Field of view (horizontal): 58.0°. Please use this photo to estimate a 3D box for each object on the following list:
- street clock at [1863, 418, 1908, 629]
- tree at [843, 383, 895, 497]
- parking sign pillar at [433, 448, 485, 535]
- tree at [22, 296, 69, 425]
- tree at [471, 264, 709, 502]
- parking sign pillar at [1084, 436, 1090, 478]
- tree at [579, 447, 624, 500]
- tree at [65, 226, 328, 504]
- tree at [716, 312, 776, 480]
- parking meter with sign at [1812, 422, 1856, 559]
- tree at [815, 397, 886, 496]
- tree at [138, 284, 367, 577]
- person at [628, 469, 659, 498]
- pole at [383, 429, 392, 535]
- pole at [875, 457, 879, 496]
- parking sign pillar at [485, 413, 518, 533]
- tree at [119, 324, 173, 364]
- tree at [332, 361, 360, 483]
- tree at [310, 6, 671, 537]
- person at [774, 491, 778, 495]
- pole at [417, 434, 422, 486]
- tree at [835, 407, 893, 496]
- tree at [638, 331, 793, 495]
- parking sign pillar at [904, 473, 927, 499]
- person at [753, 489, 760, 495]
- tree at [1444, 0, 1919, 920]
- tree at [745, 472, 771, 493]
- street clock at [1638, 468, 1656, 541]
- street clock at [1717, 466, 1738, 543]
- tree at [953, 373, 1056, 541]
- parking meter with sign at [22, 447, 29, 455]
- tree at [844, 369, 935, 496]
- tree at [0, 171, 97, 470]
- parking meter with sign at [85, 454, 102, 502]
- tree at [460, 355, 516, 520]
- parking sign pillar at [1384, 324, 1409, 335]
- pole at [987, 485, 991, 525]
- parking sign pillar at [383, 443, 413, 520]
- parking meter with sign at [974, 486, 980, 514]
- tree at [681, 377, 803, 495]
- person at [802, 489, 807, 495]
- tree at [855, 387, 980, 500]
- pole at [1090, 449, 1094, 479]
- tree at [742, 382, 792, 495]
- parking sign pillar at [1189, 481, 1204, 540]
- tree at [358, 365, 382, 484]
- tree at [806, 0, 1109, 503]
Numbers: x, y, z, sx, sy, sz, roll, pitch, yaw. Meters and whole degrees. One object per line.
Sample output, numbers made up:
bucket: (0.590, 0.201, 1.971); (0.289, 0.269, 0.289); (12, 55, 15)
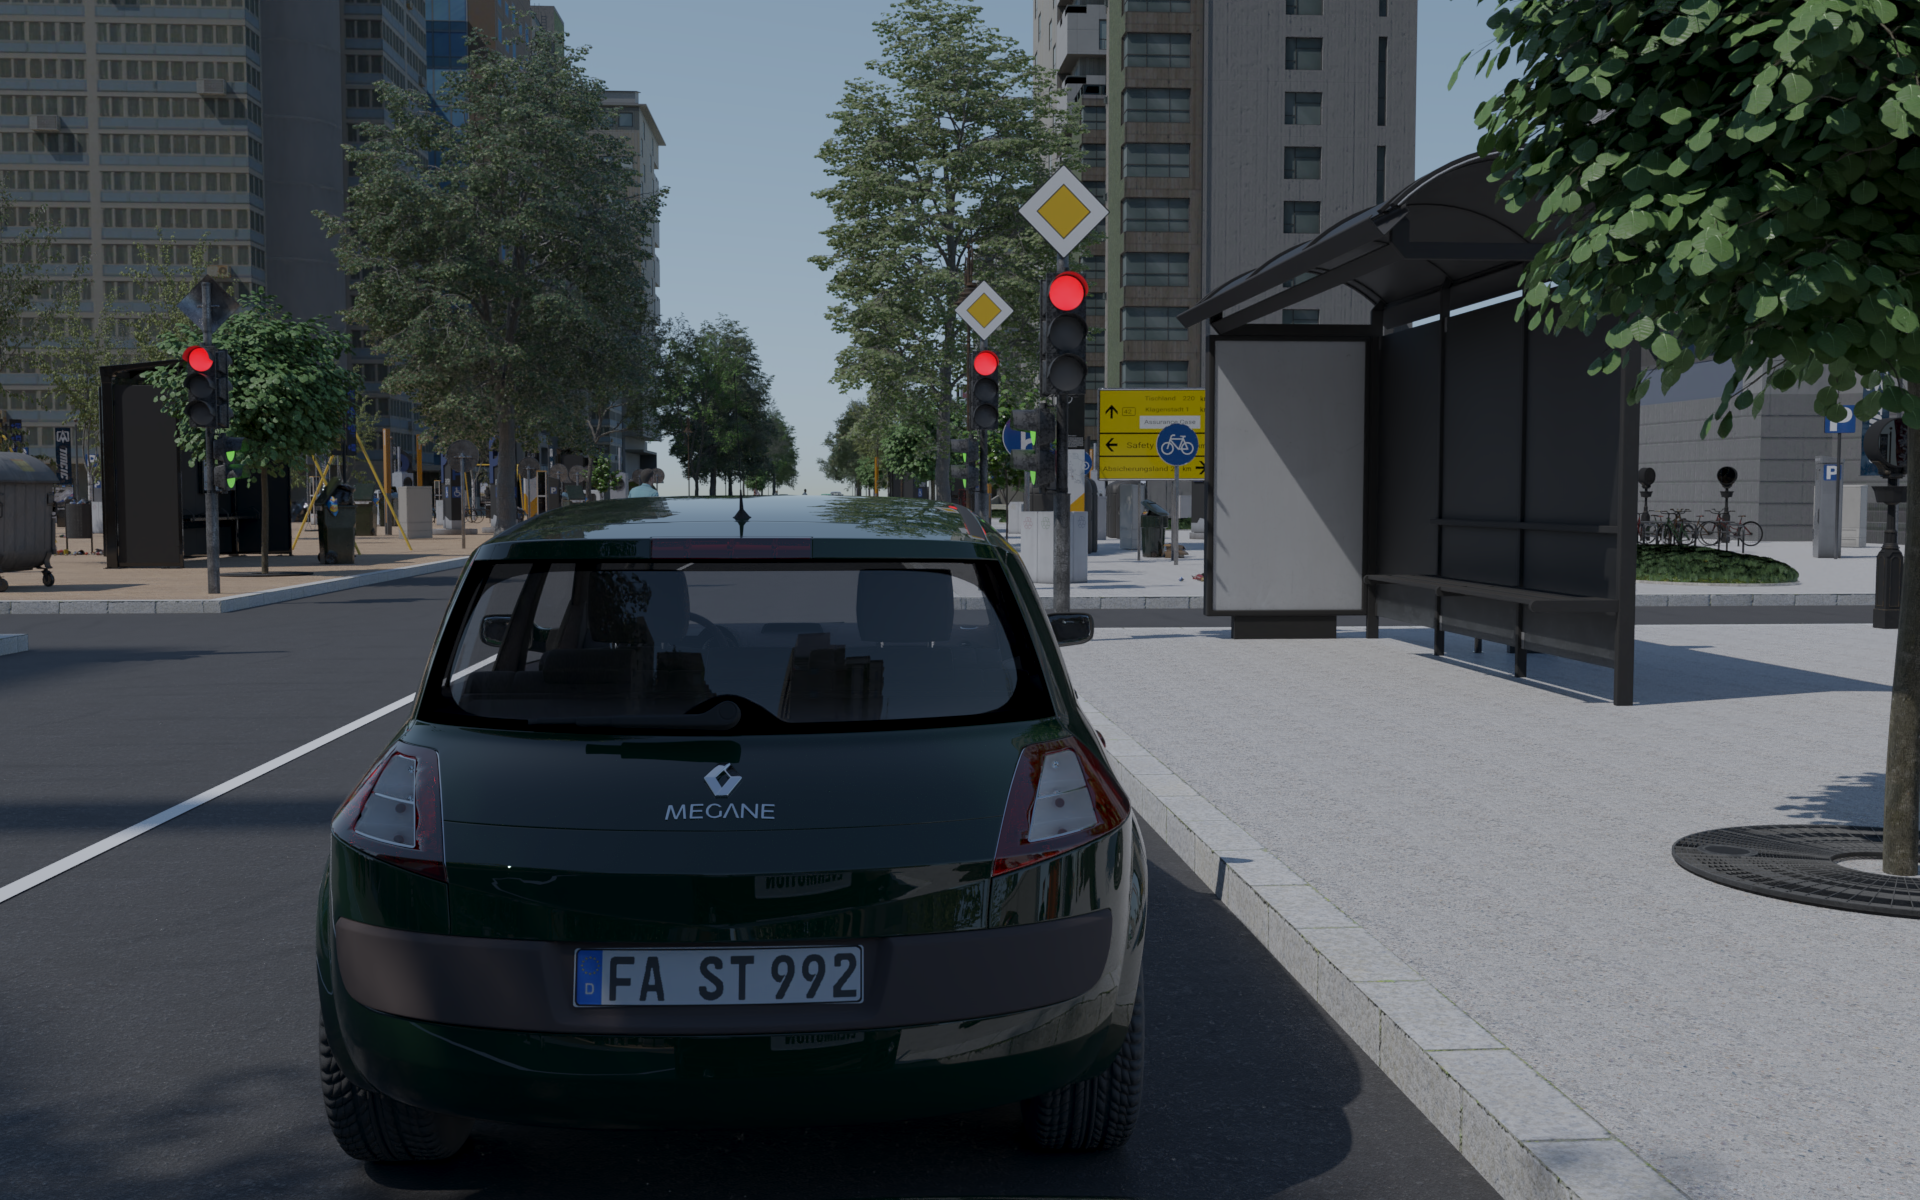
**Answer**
street clock: (8.859, -0.728, 16.477); (0.471, 2.002, 0.358); (0, 4, -6)
tree: (-4.478, -9.327, 102.851); (4.737, 8.622, 4.395); (0, 3, 0)
parking sign pillar: (-15.989, -4.045, 54.615); (1.447, 3.967, 1.447); (-2, 4, -28)
tree: (-30.082, -6.721, 60.256); (4.737, 8.622, 4.395); (0, 3, 0)
tree: (-13.934, -7.975, 64.811); (8.767, 10.594, 7.601); (-2, 4, -31)
parking sign pillar: (5.918, -5.659, 80.995); (1.447, 3.967, 1.447); (-1, 4, -16)
tree: (-14.677, -4.711, 71.622); (1.663, 3.219, 1.824); (0, 3, 0)
tree: (-21.196, -5.989, 48.275); (4.737, 8.622, 4.395); (0, 3, 0)
tree: (-17.653, -13.247, 123.247); (9.857, 13.997, 8.962); (0, 3, 0)
parking meter with sign: (17.478, -2.356, 34.781); (0.543, 3.016, 1.738); (1, 4, 17)
tree: (-12.037, -17.631, 205.269); (9.611, 12.733, 9.660); (0, 3, 0)
tree: (-11.052, -2.661, 27.218); (4.285, 4.588, 4.351); (0, 3, 0)
person: (-4.913, -1.106, 26.597); (0.660, 1.820, 0.620); (1, 4, 22)
pole: (-17.884, -3.686, 54.101); (0.158, 3.312, 0.155); (0, 3, 0)
pole: (-4.599, -6.235, 95.781); (0.158, 3.312, 0.155); (0, 3, 0)
parking sign pillar: (-15.059, -4.199, 57.120); (1.447, 3.967, 1.447); (-3, 4, -37)
tree: (-34.909, -7.567, 74.090); (4.360, 8.622, 3.978); (0, 3, 0)
tree: (-26.773, -7.151, 67.284); (4.737, 8.622, 4.395); (0, 3, 0)
tree: (-12.463, -8.595, 47.179); (9.857, 13.997, 8.962); (0, 3, 0)
person: (-19.562, -10.787, 184.956); (0.705, 1.814, 1.350); (2, 4, 27)
pole: (-18.470, -3.999, 59.224); (0.158, 3.312, 0.155); (0, 3, 0)
tree: (-9.780, -15.143, 182.007); (7.601, 10.594, 8.767); (-3, 4, -36)
tree: (-17.088, -11.360, 111.489); (9.928, 11.665, 9.643); (0, 3, 0)
parking sign pillar: (-1.832, -5.094, 71.754); (1.447, 3.967, 1.447); (2, 4, 26)
person: (-11.733, -5.538, 99.714); (0.551, 1.740, 0.621); (2, 4, 25)
tree: (3.118, -1.343, 5.666); (4.285, 4.588, 4.351); (0, 3, 0)
tree: (-22.560, -12.744, 192.082); (4.285, 4.588, 4.351); (0, 3, 0)
street clock: (18.740, -2.615, 47.320); (0.471, 2.002, 0.358); (-2, 4, -29)
street clock: (20.043, -2.490, 45.288); (0.471, 2.002, 0.358); (2, 4, 34)
tree: (0.719, -2.041, 27.966); (1.663, 3.219, 1.824); (0, 3, 0)
parking meter with sign: (-34.793, -4.124, 63.696); (0.543, 3.016, 1.738); (-1, 4, -10)
tree: (-3.122, -8.410, 87.867); (4.360, 8.622, 3.978); (0, 3, 0)
tree: (-18.072, -4.942, 31.159); (4.360, 8.622, 3.978); (0, 3, 0)
parking meter with sign: (-37.931, -4.907, 76.487); (0.543, 3.016, 1.738); (0, 4, -4)
tree: (-23.632, -8.222, 84.796); (4.360, 8.622, 3.978); (0, 3, 0)
parking sign pillar: (6.572, -2.228, 24.902); (1.447, 3.967, 1.447); (3, 5, 42)
pole: (1.087, -4.401, 65.807); (0.158, 3.312, 0.155); (0, 3, 0)
parking sign pillar: (-26.796, -5.759, 82.627); (1.447, 3.967, 1.447); (-1, 4, -20)
parking meter with sign: (0.627, -5.574, 87.403); (0.543, 3.016, 1.738); (0, 4, -1)
tree: (-20.536, -14.490, 153.919); (9.611, 12.733, 9.660); (0, 3, 0)
person: (-11.426, -7.317, 128.118); (0.705, 1.826, 1.348); (-3, 5, -41)
tree: (-0.815, -4.048, 49.895); (4.285, 4.588, 4.351); (0, 3, 0)
pole: (6.005, -5.194, 78.769); (0.158, 3.312, 0.155); (0, 3, 0)
tree: (-21.731, -16.057, 172.899); (12.009, 13.543, 11.850); (0, 3, 0)
parking sign pillar: (7.266, -3.721, 49.306); (1.447, 3.967, 1.447); (3, 4, 36)
tree: (-32.845, -8.676, 92.217); (4.737, 8.622, 4.395); (0, 3, 0)
tree: (-0.125, -7.436, 39.710); (7.486, 12.596, 7.792); (0, 3, 0)
